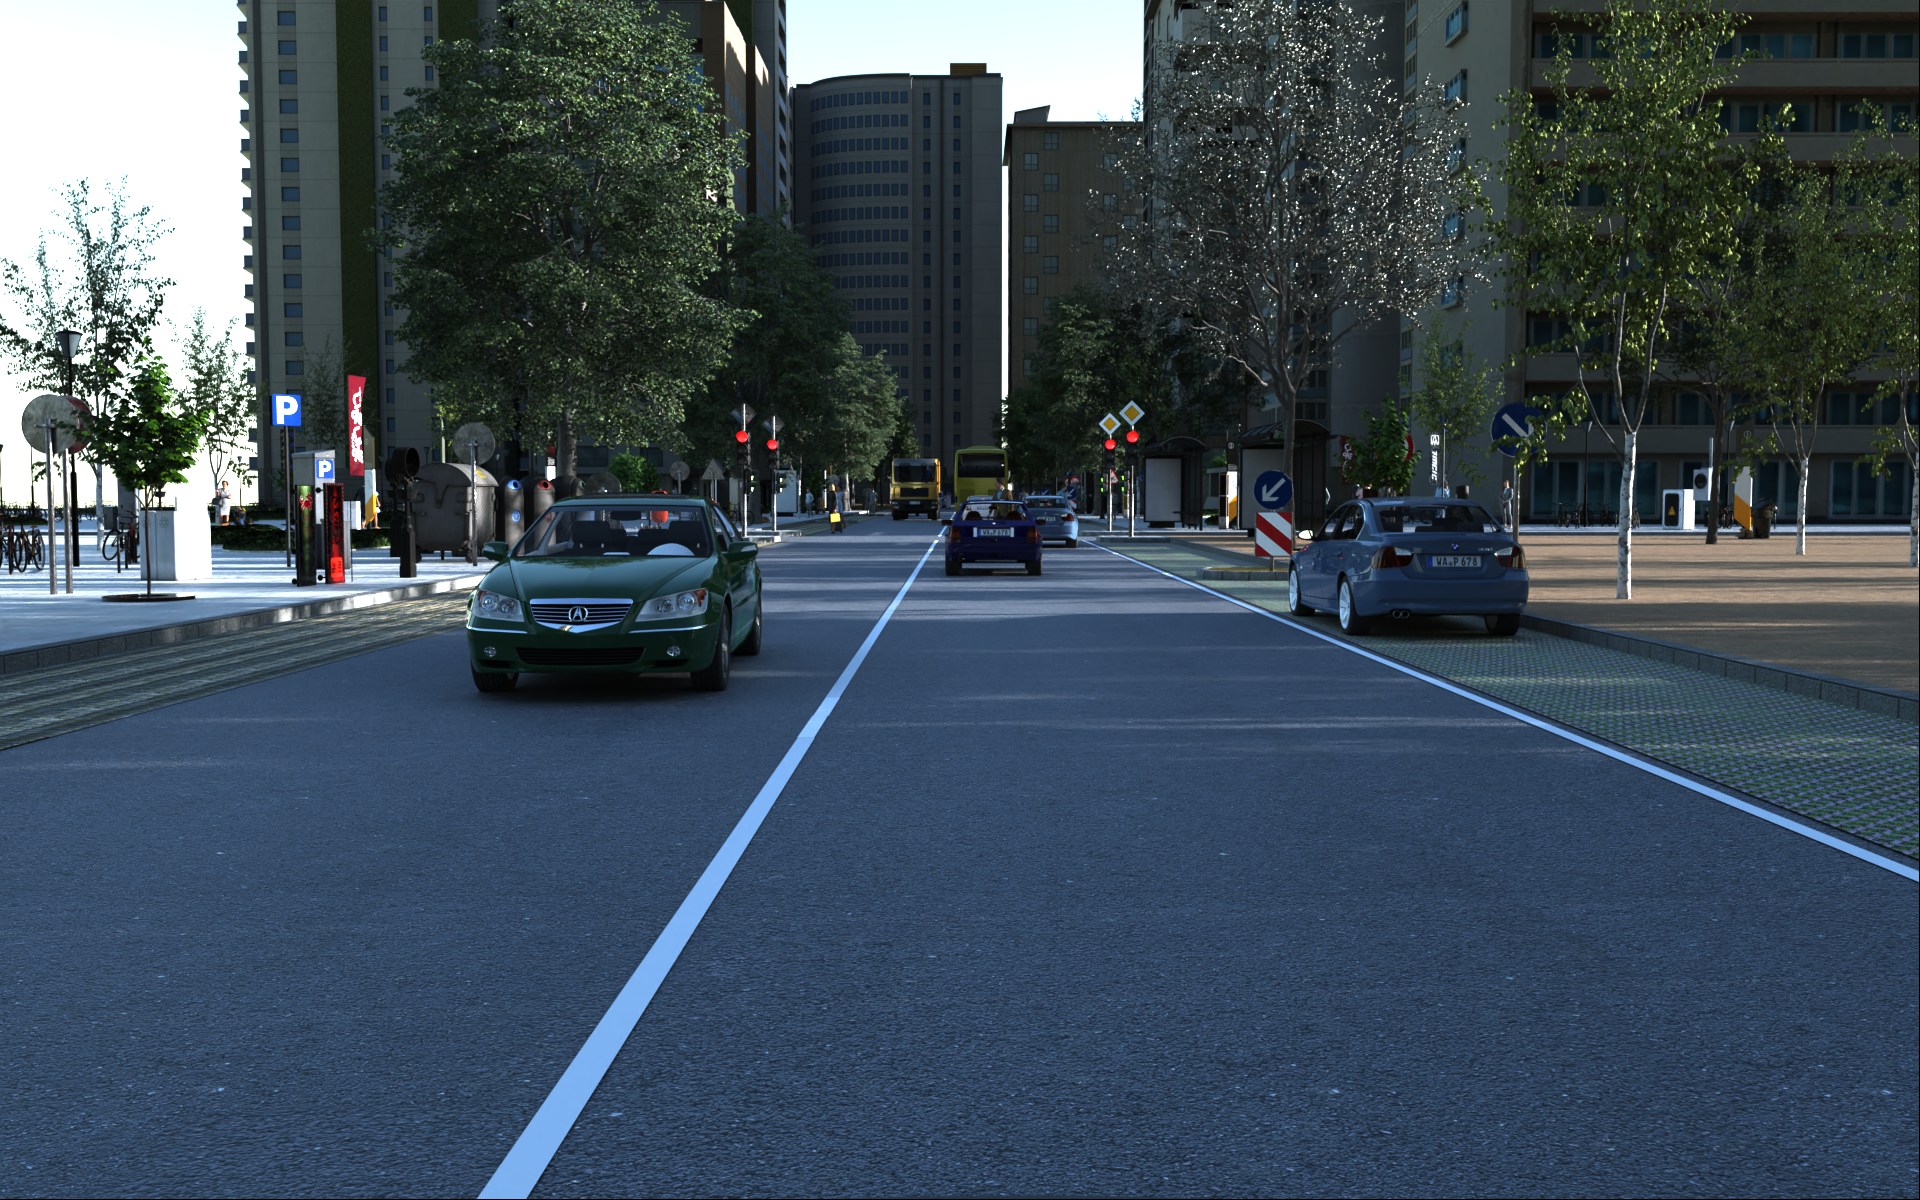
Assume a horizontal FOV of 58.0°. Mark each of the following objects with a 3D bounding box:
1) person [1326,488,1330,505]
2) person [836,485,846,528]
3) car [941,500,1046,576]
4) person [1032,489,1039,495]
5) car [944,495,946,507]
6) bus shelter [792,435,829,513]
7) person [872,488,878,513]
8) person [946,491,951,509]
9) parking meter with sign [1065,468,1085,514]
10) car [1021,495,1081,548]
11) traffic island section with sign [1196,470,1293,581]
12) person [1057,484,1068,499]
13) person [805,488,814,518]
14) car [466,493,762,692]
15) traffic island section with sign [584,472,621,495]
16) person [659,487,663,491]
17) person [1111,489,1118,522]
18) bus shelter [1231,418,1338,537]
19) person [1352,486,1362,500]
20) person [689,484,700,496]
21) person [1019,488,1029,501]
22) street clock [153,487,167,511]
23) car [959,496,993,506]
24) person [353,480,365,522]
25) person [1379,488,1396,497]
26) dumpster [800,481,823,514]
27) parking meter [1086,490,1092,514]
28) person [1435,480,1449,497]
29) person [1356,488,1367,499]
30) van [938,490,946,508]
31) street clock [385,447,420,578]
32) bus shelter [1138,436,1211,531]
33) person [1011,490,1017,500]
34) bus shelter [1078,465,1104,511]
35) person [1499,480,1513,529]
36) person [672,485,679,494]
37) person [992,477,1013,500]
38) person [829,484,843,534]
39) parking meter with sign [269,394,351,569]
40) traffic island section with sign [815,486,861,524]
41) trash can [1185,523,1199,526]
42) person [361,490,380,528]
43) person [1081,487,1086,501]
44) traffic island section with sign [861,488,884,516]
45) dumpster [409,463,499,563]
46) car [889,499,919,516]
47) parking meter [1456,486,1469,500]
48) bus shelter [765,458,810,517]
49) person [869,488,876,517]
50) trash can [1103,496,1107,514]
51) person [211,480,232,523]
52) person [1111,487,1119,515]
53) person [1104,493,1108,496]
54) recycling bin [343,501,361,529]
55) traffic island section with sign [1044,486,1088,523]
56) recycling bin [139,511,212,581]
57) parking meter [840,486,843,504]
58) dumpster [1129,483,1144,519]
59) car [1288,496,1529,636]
[{"bbox_3d":[13.338,-3.544,64.087,0.635,1.810,0.391,-1,4,-14],"label":"person"},{"bbox_3d":[-5.023,-3.839,71.363,0.616,1.811,0.778,2,4,29],"label":"person"},{"bbox_3d":[0.618,-1.175,31.798,1.945,1.354,3.894,0,4,1],"label":"car"},{"bbox_3d":[5.740,-7.519,131.532,0.679,1.850,0.850,-1,4,-12],"label":"person"},{"bbox_3d":[-2.347,-10.832,189.467,2.083,1.381,4.827,0,4,0],"label":"car"},{"bbox_3d":[-10.526,-8.753,120.750,2.179,5.291,8.768,0,3,0],"label":"bus shelter"},{"bbox_3d":[-6.586,-7.562,131.500,0.474,1.900,0.648,3,5,43],"label":"person"},{"bbox_3d":[-1.058,-9.411,163.043,0.551,1.740,0.621,-2,4,-25],"label":"person"},{"bbox_3d":[7.471,-7.068,111.818,0.543,3.016,1.738,-2,4,-30],"label":"parking meter with sign"},{"bbox_3d":[2.305,-2.161,47.336,2.014,1.417,4.499,0,4,2],"label":"car"},{"bbox_3d":[5.066,-1.268,29.358,1.989,1.847,2.006,0,4,0],"label":"traffic island section with sign"},{"bbox_3d":[4.064,-3.702,68.885,0.638,1.841,0.748,-2,4,-29],"label":"person"},{"bbox_3d":[-8.164,-5.242,93.560,0.330,1.601,0.589,-3,4,-38],"label":"person"},{"bbox_3d":[-2.654,-0.140,14.086,2.131,1.459,4.920,0,4,-2],"label":"car"},{"bbox_3d":[-6.258,-1.313,30.098,1.989,1.847,2.006,0,4,0],"label":"traffic island section with sign"},{"bbox_3d":[-20.846,-6.997,121.036,0.643,1.750,0.593,-2,4,-27],"label":"person"},{"bbox_3d":[7.041,-4.342,79.632,0.523,1.515,0.503,1,4,15],"label":"person"},{"bbox_3d":[9.122,-3.379,49.170,2.014,3.302,5.546,0,4,0],"label":"bus shelter"},{"bbox_3d":[15.295,-3.726,66.326,0.474,1.900,0.648,-2,4,-27],"label":"person"},{"bbox_3d":[-14.952,-5.617,97.659,0.659,1.850,0.755,1,4,10],"label":"person"},{"bbox_3d":[3.714,-5.574,99.728,0.694,1.812,0.767,-1,4,-10],"label":"person"},{"bbox_3d":[-22.531,-2.704,48.781,0.471,2.002,0.358,-1,4,-8],"label":"street clock"},{"bbox_3d":[1.003,-4.036,78.354,2.083,1.381,4.827,0,4,0],"label":"car"},{"bbox_3d":[-24.408,-3.983,70.950,0.659,1.850,0.755,2,4,28],"label":"person"},{"bbox_3d":[10.591,-2.235,42.771,0.537,1.800,0.526,-2,4,-28],"label":"person"},{"bbox_3d":[-9.772,-6.756,112.961,1.502,2.255,1.985,0,4,0],"label":"dumpster"},{"bbox_3d":[8.389,-6.357,112.351,0.372,1.533,0.369,0,3,0],"label":"parking meter"},{"bbox_3d":[17.919,-3.565,64.589,0.793,1.790,0.793,2,4,30],"label":"person"},{"bbox_3d":[14.745,-3.441,62.891,0.593,1.750,0.643,-1,4,-20],"label":"person"},{"bbox_3d":[-2.431,-10.423,177.426,2.013,2.044,4.112,0,4,1],"label":"van"},{"bbox_3d":[-8.478,-1.344,26.549,0.358,2.002,0.471,1,4,11],"label":"street clock"},{"bbox_3d":[7.747,-4.233,63.127,2.014,3.302,5.546,0,3,0],"label":"bus shelter"},{"bbox_3d":[4.114,-7.819,136.892,0.990,1.755,0.434,3,4,37],"label":"person"},{"bbox_3d":[10.042,-9.343,130.389,2.179,5.291,8.768,0,3,0],"label":"bus shelter"},{"bbox_3d":[19.887,-3.475,63.128,0.520,1.790,0.573,2,4,26],"label":"person"},{"bbox_3d":[-16.883,-5.936,103.193,0.616,1.811,0.778,-2,4,-30],"label":"person"},{"bbox_3d":[0.983,-2.072,42.283,0.656,1.842,0.836,0,3,0],"label":"person"},{"bbox_3d":[-4.552,-3.336,63.266,0.699,1.804,1.509,1,4,12],"label":"person"},{"bbox_3d":[-11.159,-2.056,29.881,1.738,3.016,0.543,3,4,38],"label":"parking meter with sign"},{"bbox_3d":[-6.029,-4.644,84.555,1.989,1.847,2.006,0,4,0],"label":"traffic island section with sign"},{"bbox_3d":[9.312,-3.533,69.419,0.748,1.137,0.748,0,3,0],"label":"trash can"},{"bbox_3d":[-21.386,-3.477,62.988,0.616,1.811,0.778,2,4,34],"label":"person"},{"bbox_3d":[8.059,-6.548,113.592,0.782,1.767,0.515,2,4,30],"label":"person"},{"bbox_3d":[-5.912,-6.298,111.596,1.989,1.847,2.006,0,4,0],"label":"traffic island section with sign"},{"bbox_3d":[-9.573,-1.649,32.726,1.264,1.857,1.865,0,4,0],"label":"dumpster"},{"bbox_3d":[-3.538,-6.317,112.318,2.155,1.783,4.494,0,4,-1],"label":"car"},{"bbox_3d":[14.925,-2.636,51.502,0.372,1.533,0.369,0,3,0],"label":"parking meter"},{"bbox_3d":[-9.946,-6.512,100.389,2.014,3.302,5.546,0,4,0],"label":"bus shelter"},{"bbox_3d":[-5.586,-6.199,109.945,0.391,1.810,0.635,-3,5,-41],"label":"person"},{"bbox_3d":[9.156,-6.080,111.066,0.748,1.137,0.748,0,3,0],"label":"trash can"},{"bbox_3d":[-26.687,-3.438,62.612,0.716,1.782,0.532,-1,4,-23],"label":"person"},{"bbox_3d":[9.580,-6.162,107.465,0.731,1.740,0.598,-3,5,-43],"label":"person"},{"bbox_3d":[16.673,-11.495,194.712,1.217,1.735,0.721,-1,4,-11],"label":"person"},{"bbox_3d":[-21.364,-2.934,60.517,0.722,1.027,0.722,-1,4,-13],"label":"recycling bin"},{"bbox_3d":[5.295,-4.702,85.501,1.989,1.847,2.006,0,4,0],"label":"traffic island section with sign"},{"bbox_3d":[-11.767,-0.821,25.974,0.722,1.027,0.722,1,4,21],"label":"recycling bin"},{"bbox_3d":[-7.852,-6.550,112.810,0.399,1.863,0.255,3,4,39],"label":"parking meter"},{"bbox_3d":[9.362,-5.092,89.005,1.264,1.857,1.865,0,4,0],"label":"dumpster"},{"bbox_3d":[4.749,-0.412,18.747,2.014,1.417,4.499,0,4,0],"label":"car"}]
